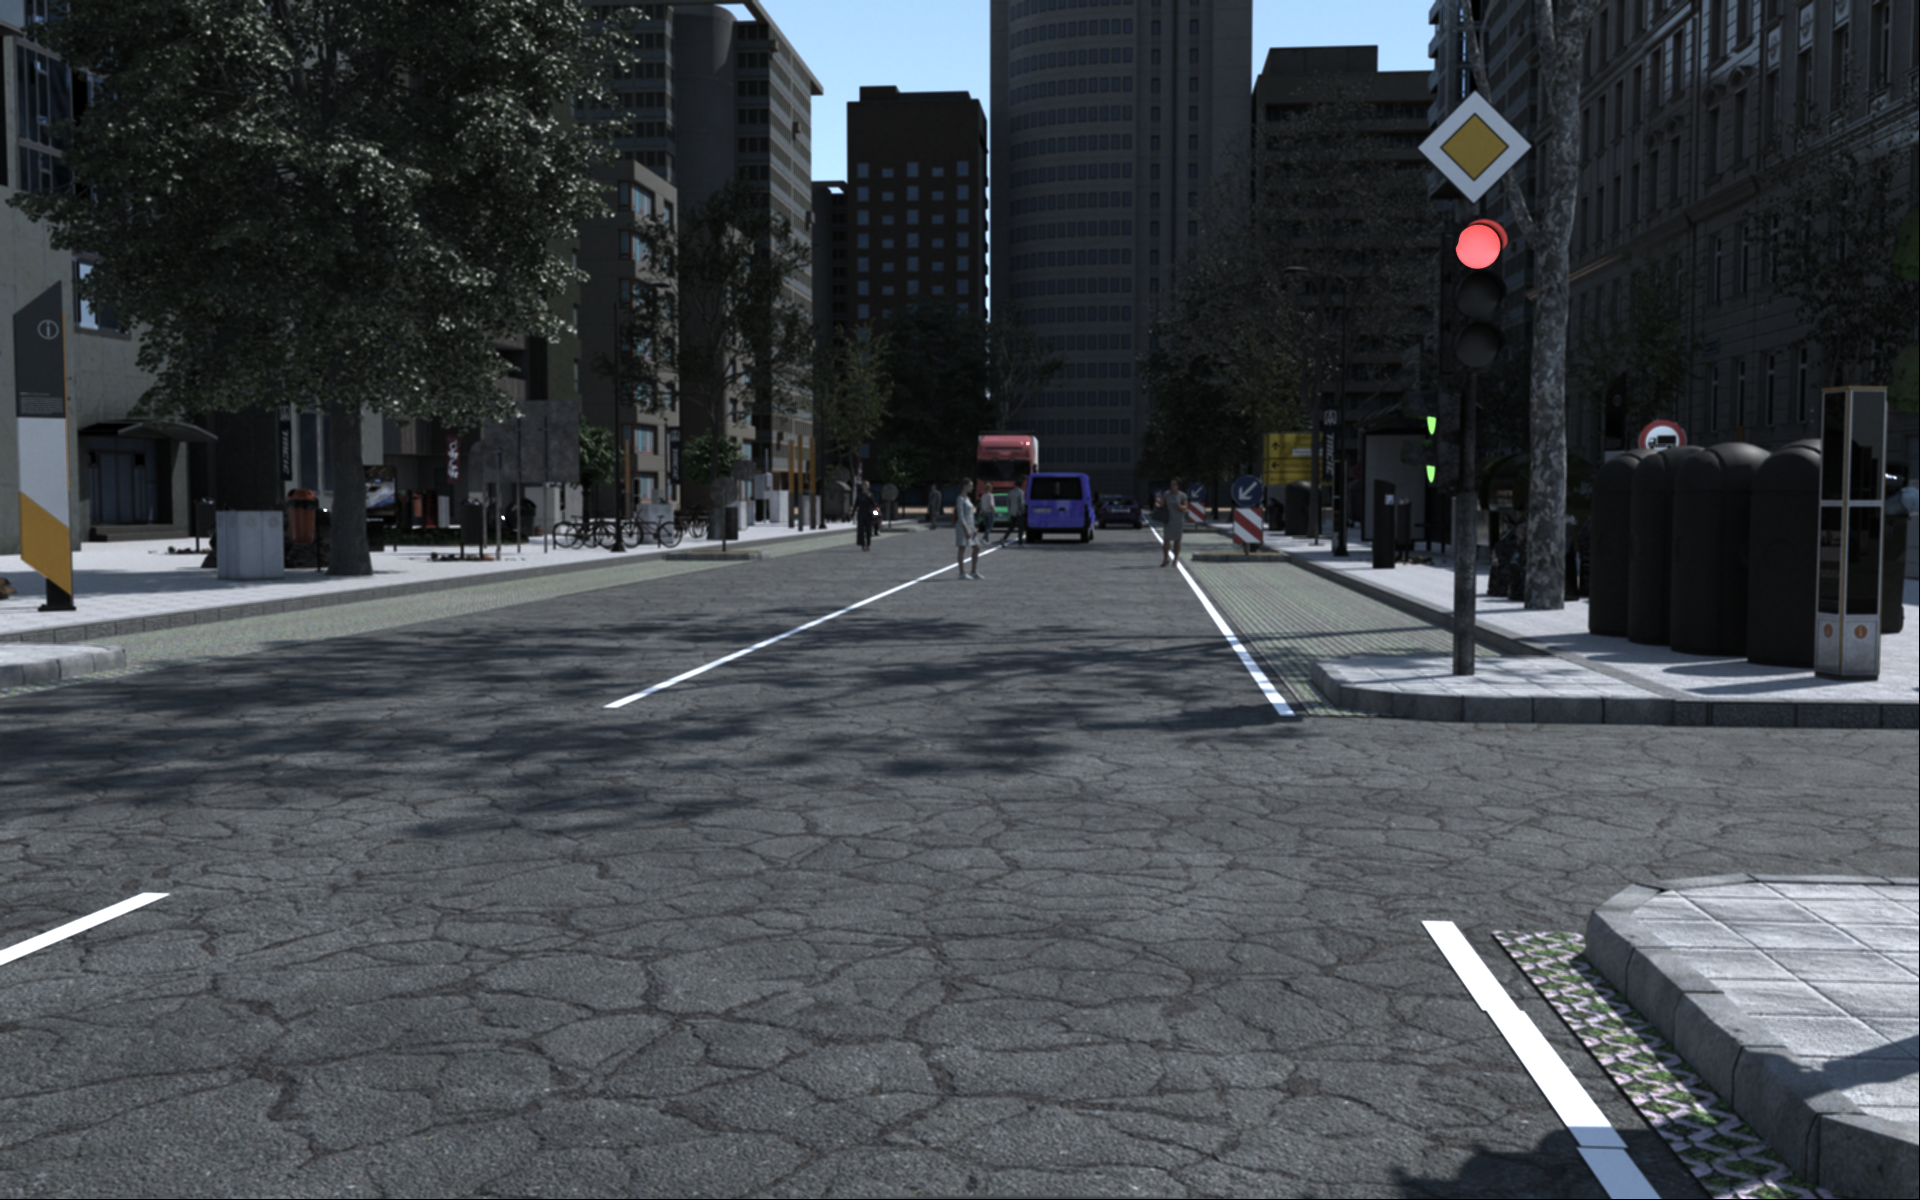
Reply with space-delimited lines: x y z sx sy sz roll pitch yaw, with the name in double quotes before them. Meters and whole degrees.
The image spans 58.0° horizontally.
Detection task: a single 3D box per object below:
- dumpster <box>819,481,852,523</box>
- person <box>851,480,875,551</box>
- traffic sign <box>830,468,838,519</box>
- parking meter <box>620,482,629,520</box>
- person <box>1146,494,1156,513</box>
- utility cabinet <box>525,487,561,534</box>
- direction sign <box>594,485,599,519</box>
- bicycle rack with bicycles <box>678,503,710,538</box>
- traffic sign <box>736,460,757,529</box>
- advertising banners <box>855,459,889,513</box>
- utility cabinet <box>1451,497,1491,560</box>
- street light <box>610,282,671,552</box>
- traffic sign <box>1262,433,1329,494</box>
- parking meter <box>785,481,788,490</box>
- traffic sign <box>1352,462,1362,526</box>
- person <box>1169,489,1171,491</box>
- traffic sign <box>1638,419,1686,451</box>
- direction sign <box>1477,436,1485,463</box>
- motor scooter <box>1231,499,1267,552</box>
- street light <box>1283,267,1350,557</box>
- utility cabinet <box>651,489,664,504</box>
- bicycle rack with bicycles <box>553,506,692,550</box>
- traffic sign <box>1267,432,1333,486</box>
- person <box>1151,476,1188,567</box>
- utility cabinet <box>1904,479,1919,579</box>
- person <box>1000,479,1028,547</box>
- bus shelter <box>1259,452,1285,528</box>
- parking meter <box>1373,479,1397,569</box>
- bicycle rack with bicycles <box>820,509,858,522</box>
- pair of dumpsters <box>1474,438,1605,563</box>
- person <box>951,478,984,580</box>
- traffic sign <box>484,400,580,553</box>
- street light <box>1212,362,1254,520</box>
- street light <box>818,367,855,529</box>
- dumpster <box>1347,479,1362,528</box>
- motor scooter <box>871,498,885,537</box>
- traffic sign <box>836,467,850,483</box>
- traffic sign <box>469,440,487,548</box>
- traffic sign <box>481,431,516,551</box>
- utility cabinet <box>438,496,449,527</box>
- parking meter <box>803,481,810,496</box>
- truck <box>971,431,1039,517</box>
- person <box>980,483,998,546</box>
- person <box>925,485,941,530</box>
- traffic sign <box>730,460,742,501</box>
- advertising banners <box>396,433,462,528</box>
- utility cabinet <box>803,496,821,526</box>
"dumpster" -5.617 -4.405 77.778 1.264 1.857 1.865 0 4 5
"person" -2.418 -2.120 43.588 0.576 1.772 0.534 -2 4 -24
"traffic sign" -5.978 -5.148 84.273 0.768 2.556 0.104 1 4 14
"parking meter" -16.349 -4.824 84.581 0.399 1.863 0.255 2 4 24
"person" 13.654 -6.843 123.640 1.065 1.426 0.557 -3 5 -41
"utility cabinet" -13.186 -2.819 54.762 1.173 1.500 0.318 2 4 27
"direction sign" -18.852 -5.991 89.948 0.379 3.537 0.876 0 4 1
"bicycle rack with bicycles" -8.261 -2.311 51.168 2.852 0.926 2.925 3 5 43
"traffic sign" -7.905 -3.915 64.114 0.768 2.556 0.104 0 4 7
"advertising banners" -4.369 -5.480 85.784 2.074 3.025 0.090 2 4 34
"utility cabinet" 10.078 -1.372 33.597 1.020 1.237 0.306 0 4 0
"street light" -7.038 -4.014 38.164 1.470 5.913 1.316 0 4 5
"traffic sign" 11.253 -3.920 57.973 2.265 3.308 0.079 0 4 8
"parking meter" -7.828 -4.515 79.536 0.399 1.863 0.255 0 4 -7
"traffic sign" 15.880 -4.184 68.508 0.768 2.556 0.104 0 4 6
"person" 12.913 -5.968 106.632 0.990 1.755 0.434 3 4 38
"traffic sign" 11.937 -1.799 29.514 0.768 2.556 0.104 1 4 13
"direction sign" 20.222 -4.619 67.510 0.379 3.537 0.876 -1 4 -9
"motor scooter" 6.581 -1.626 39.355 0.815 1.314 1.986 0 4 4
"street light" 7.319 -3.855 35.574 1.470 5.913 1.316 0 4 5
"utility cabinet" -13.779 -4.303 79.035 0.318 1.500 1.173 -2 4 -24
"bicycle rack with bicycles" -8.389 -1.680 40.847 2.925 0.926 2.852 1 4 20
"traffic sign" 11.184 -3.840 56.664 2.265 3.308 0.079 0 4 7
"person" 4.109 -1.547 34.159 0.716 1.782 0.532 1 4 21
"utility cabinet" 14.523 -1.062 26.037 0.318 1.500 1.173 1 4 10
"person" 1.470 -2.329 46.433 0.795 1.843 0.661 -3 4 -38
"bus shelter" 12.102 -4.229 63.074 2.014 3.302 5.546 0 4 6
"parking meter" 7.330 -1.315 29.913 0.372 1.533 0.369 0 3 0
"bicycle rack with bicycles" -5.798 -4.104 80.486 2.925 0.926 2.852 -1 4 -11
"pair of dumpsters" 9.927 -1.697 30.248 1.574 2.255 4.437 0 4 5
"person" 0.098 -1.194 29.033 0.522 1.701 0.512 1 4 19
"traffic sign" -9.330 -2.680 37.694 2.265 3.308 0.079 1 4 14
"street light" 9.690 -5.387 60.623 1.470 5.913 1.316 0 4 5
"street light" -4.521 -5.565 63.527 1.470 5.913 1.316 0 4 5
"dumpster" 15.374 -3.683 65.972 1.264 1.857 1.865 0 4 5
"motor scooter" -2.920 -2.816 58.814 0.815 1.314 1.986 0 4 5
"traffic sign" -5.572 -5.010 82.015 0.768 2.556 0.104 1 4 14
"traffic sign" -11.200 -2.487 40.775 0.768 2.556 0.104 1 4 9
"traffic sign" -9.402 -2.149 35.242 0.768 2.556 0.104 1 4 13
"utility cabinet" -16.617 -2.710 55.463 0.306 1.237 1.020 -2 4 -30
"parking meter" -6.917 -4.441 78.321 0.255 1.863 0.399 1 4 19
"truck" 2.195 -5.494 78.743 2.839 4.237 11.283 0 4 4
"person" 0.760 -2.375 47.996 0.731 1.740 0.598 3 5 40
"person" -1.086 -3.726 69.528 0.694 1.812 0.767 3 4 38
"traffic sign" -8.171 -3.928 64.325 0.768 2.556 0.104 1 4 11
"advertising banners" -15.203 -3.263 49.540 2.074 3.025 0.090 -3 4 -38
"utility cabinet" -6.087 -3.618 70.322 0.306 1.237 1.020 2 4 35
